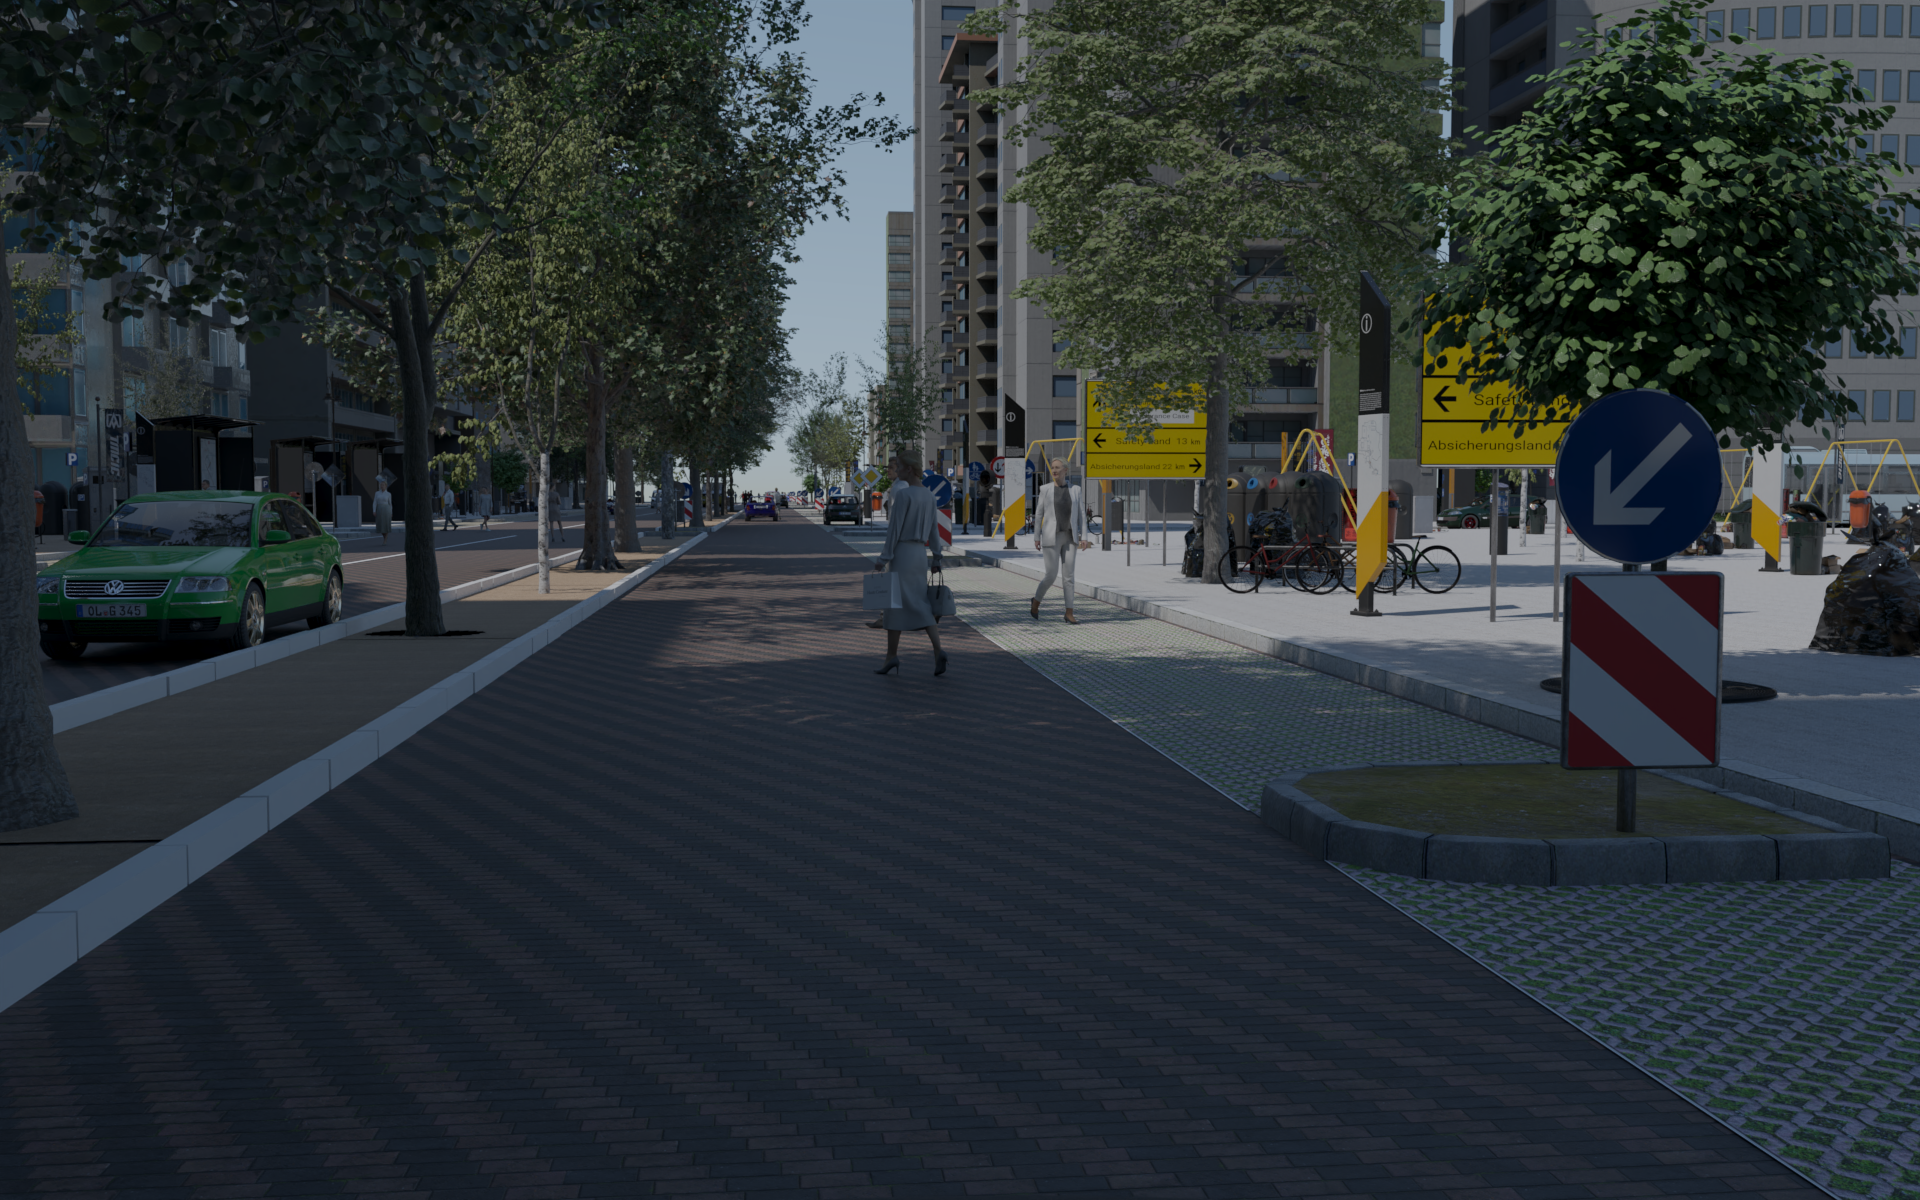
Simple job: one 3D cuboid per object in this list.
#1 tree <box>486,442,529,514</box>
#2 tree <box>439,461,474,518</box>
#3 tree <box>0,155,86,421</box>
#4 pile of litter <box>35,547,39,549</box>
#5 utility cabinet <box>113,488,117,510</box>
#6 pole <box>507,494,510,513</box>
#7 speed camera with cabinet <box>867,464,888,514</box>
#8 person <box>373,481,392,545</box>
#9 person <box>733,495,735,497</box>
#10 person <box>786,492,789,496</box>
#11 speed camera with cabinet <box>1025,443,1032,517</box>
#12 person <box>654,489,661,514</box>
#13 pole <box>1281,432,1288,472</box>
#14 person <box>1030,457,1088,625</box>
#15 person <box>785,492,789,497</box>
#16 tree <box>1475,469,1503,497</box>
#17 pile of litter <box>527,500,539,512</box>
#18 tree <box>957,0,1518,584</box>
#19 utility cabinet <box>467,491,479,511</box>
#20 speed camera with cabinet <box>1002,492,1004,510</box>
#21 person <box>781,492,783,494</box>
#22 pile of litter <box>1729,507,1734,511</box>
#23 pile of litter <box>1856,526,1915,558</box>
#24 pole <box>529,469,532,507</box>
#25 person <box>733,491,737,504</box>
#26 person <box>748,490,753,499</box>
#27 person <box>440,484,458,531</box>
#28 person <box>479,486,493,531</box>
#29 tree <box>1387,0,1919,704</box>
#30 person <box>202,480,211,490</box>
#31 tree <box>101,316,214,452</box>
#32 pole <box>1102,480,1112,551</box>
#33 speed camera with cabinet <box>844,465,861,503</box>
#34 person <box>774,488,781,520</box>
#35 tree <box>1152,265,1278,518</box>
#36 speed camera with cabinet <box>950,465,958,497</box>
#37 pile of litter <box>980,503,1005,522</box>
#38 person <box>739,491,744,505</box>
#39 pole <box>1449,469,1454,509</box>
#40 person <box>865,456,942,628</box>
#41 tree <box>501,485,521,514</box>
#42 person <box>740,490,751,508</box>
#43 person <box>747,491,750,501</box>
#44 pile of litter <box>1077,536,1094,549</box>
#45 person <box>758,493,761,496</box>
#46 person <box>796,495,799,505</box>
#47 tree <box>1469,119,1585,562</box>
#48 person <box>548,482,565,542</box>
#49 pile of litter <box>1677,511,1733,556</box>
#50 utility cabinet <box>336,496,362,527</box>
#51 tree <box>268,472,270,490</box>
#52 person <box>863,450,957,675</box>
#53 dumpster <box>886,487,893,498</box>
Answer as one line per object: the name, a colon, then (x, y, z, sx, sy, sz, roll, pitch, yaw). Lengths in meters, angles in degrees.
tree: (-28.787, -7.711, 109.793, 4.285, 4.588, 4.351, 0, 3, 0)
tree: (-26.482, -5.926, 91.486, 1.663, 3.219, 1.824, 0, 3, 0)
tree: (-20.941, -5.277, 36.650, 4.737, 8.622, 4.395, 0, 3, 0)
pile of litter: (-22.111, -1.579, 39.774, 1.719, 0.858, 1.176, -2, 4, -33)
utility cabinet: (-31.799, -3.435, 64.848, 0.318, 1.500, 1.173, -2, 4, -30)
pole: (-30.120, -7.439, 115.469, 0.158, 3.312, 0.155, 0, 3, 0)
speed camera with cabinet: (-5.363, -7.256, 112.979, 0.660, 3.252, 2.038, -2, 4, -28)
person: (-16.186, -2.441, 48.638, 0.478, 1.798, 0.641, 0, 4, 0)
person: (-37.776, -16.960, 286.531, 1.217, 1.736, 0.721, -2, 4, -24)
person: (-29.510, -17.674, 298.178, 1.217, 1.736, 0.721, -3, 4, -38)
speed camera with cabinet: (3.168, -4.477, 67.528, 2.038, 3.252, 0.660, -2, 4, -27)
person: (-21.920, -7.157, 125.865, 0.624, 1.780, 0.694, -2, 4, -34)
pole: (10.719, -3.879, 57.266, 0.158, 3.312, 0.155, 0, 3, 0)
person: (1.073, -0.658, 19.140, 0.514, 1.842, 0.818, -2, 4, -29)
person: (-27.143, -15.869, 268.675, 1.217, 1.735, 0.721, 0, 4, -4)
tree: (24.833, -5.400, 82.890, 1.663, 3.219, 1.824, 0, 3, 0)
pile of litter: (-30.651, -6.707, 123.626, 1.719, 0.858, 1.176, -1, 4, -11)
tree: (3.815, -6.483, 24.117, 7.486, 12.596, 7.792, 0, 3, 0)
utility cabinet: (-36.556, -7.465, 130.723, 1.173, 1.500, 0.318, -2, 4, -31)
speed camera with cabinet: (3.307, -7.163, 111.447, 2.038, 3.252, 0.660, -3, 5, -44)
person: (-22.835, -13.065, 222.794, 1.217, 1.739, 0.721, 2, 4, 27)
pile of litter: (26.000, -2.689, 57.923, 1.176, 0.858, 1.719, -3, 5, -41)
pile of litter: (18.821, -1.295, 35.145, 1.176, 0.858, 1.719, 3, 5, 43)
pole: (-34.479, -8.879, 139.008, 0.158, 3.312, 0.155, 0, 3, 0)
person: (-33.698, -15.376, 259.881, 0.705, 1.826, 1.348, 1, 4, 20)
person: (-22.479, -10.915, 186.598, 0.705, 1.869, 1.348, -3, 4, -38)
person: (-19.900, -3.594, 67.368, 0.679, 1.850, 0.850, 3, 5, 43)
person: (-18.357, -3.525, 66.889, 0.760, 1.731, 0.466, 3, 4, 39)
tree: (4.579, -1.674, 11.079, 4.285, 4.588, 4.351, 0, 3, 0)
person: (-19.749, -2.256, 45.478, 0.635, 1.810, 0.391, 3, 5, 43)
tree: (-31.995, -7.309, 69.866, 4.360, 8.622, 3.978, 0, 3, 0)
pole: (3.308, -2.762, 39.000, 0.158, 3.312, 0.155, 0, 3, 0)
speed camera with cabinet: (-7.459, -7.610, 118.759, 0.660, 3.252, 2.038, 0, 4, 5)
person: (-10.169, -5.368, 96.491, 0.478, 1.798, 0.641, -2, 4, -29)
tree: (7.594, -6.356, 54.286, 4.360, 8.622, 3.978, 0, 3, 0)
speed camera with cabinet: (-0.450, -7.715, 120.472, 0.660, 3.252, 2.038, 0, 4, 3)
pile of litter: (1.415, -4.092, 80.862, 1.719, 0.858, 1.176, 0, 4, 4)
person: (-29.552, -13.917, 235.974, 1.348, 1.831, 0.705, 1, 4, 23)
pole: (20.646, -4.824, 72.717, 0.158, 3.312, 0.155, 0, 3, 0)
person: (-0.590, -0.603, 18.465, 0.850, 1.850, 0.679, 1, 4, 14)
tree: (-29.487, -7.295, 113.873, 1.663, 3.219, 1.824, 0, 3, 0)
person: (-20.193, -9.471, 163.378, 1.348, 1.821, 0.705, -2, 4, -30)
person: (-23.553, -11.277, 193.555, 0.721, 1.739, 1.217, 0, 4, 3)
pile of litter: (2.661, -1.659, 41.098, 1.176, 0.858, 1.719, 2, 4, 30)
person: (-33.381, -17.018, 288.205, 0.593, 1.643, 0.415, -2, 4, -33)
person: (-21.343, -13.453, 229.012, 0.434, 1.755, 0.990, -2, 4, -34)
tree: (11.540, -5.030, 32.595, 4.737, 8.622, 4.395, 0, 3, 0)
person: (-12.202, -2.648, 52.128, 0.599, 1.781, 0.374, 0, 4, -8)
pile of litter: (15.429, -1.376, 36.464, 1.719, 0.858, 1.176, -2, 4, -34)
utility cabinet: (-23.688, -3.412, 66.956, 1.020, 1.237, 0.306, 0, 4, 6)
tree: (-31.817, -5.344, 81.970, 1.663, 3.219, 1.824, 0, 3, 0)
person: (-0.386, -0.294, 13.656, 0.694, 1.780, 0.624, -3, 4, -37)
dumpster: (-3.942, -6.296, 108.693, 1.264, 1.857, 1.865, 0, 4, -6)
